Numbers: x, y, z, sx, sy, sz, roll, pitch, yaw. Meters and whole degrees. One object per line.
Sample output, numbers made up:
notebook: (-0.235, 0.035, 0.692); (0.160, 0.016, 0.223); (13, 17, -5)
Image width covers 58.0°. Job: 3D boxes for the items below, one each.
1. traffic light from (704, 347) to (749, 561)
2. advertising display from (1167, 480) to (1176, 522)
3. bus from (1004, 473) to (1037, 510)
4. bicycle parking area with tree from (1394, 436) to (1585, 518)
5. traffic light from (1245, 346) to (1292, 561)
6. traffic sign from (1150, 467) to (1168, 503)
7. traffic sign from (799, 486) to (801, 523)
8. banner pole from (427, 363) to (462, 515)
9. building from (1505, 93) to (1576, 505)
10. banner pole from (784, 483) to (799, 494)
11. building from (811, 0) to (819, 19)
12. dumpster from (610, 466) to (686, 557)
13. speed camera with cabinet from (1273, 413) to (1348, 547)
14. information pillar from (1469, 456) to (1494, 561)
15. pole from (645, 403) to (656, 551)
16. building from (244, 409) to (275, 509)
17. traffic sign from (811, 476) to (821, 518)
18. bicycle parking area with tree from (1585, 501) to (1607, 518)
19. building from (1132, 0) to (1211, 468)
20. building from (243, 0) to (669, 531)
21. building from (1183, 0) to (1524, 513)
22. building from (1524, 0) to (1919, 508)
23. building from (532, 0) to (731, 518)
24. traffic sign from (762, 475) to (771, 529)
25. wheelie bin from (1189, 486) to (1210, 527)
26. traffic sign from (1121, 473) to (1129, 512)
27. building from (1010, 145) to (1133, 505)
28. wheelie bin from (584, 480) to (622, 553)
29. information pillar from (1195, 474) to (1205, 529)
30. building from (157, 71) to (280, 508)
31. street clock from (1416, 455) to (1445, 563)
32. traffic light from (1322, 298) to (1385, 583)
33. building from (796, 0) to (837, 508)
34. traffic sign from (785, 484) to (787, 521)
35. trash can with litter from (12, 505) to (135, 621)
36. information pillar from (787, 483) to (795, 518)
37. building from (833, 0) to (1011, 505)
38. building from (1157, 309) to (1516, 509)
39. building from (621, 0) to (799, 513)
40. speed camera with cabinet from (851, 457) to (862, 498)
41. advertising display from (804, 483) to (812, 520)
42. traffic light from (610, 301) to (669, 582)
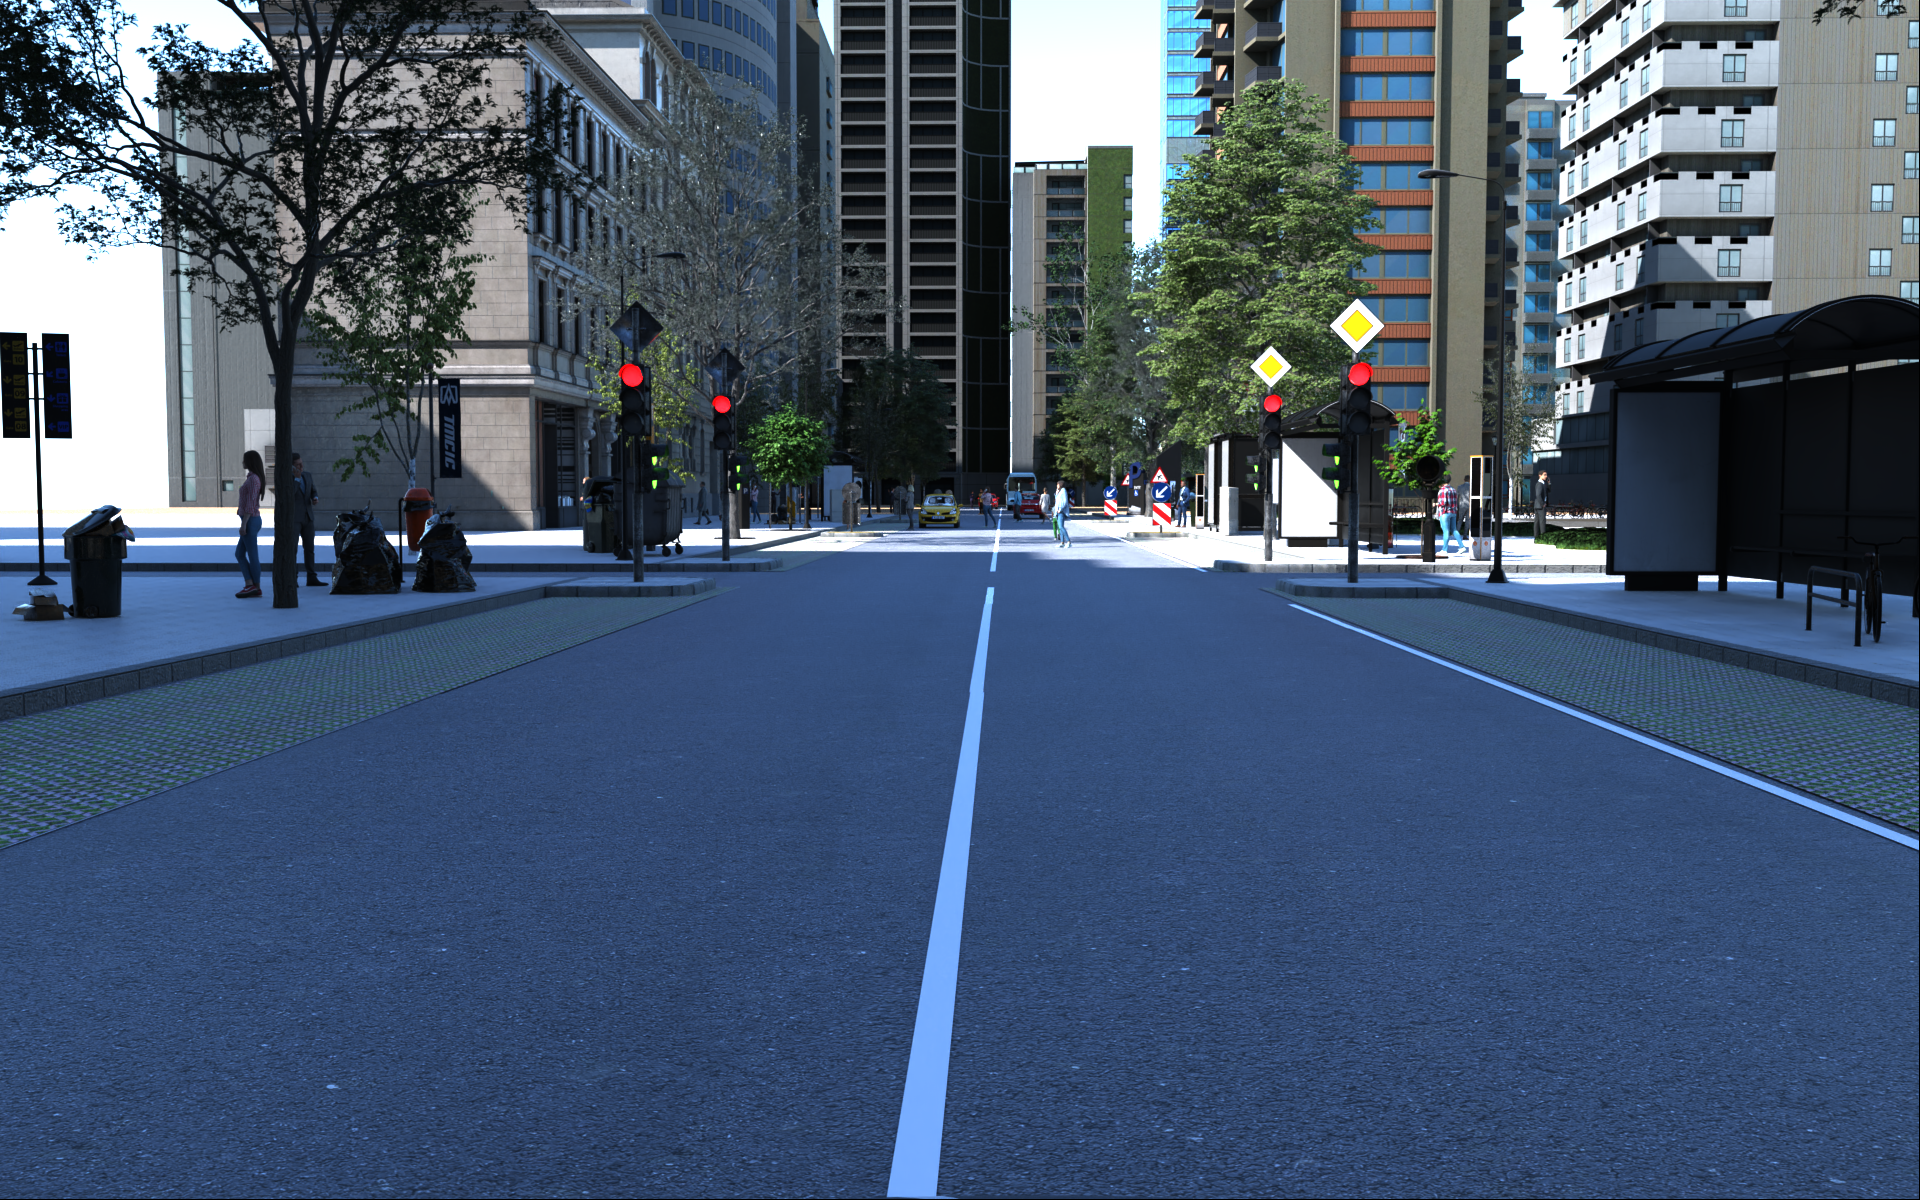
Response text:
traffic light: (-4.486, -2.709, 33.208); (0.839, 4.253, 0.868); (0, 4, 1)
advertising display: (9.824, -4.597, 80.375); (0.123, 1.923, 0.974); (2, 4, 24)
bus: (5.448, -9.810, 155.246); (2.948, 3.499, 13.247); (0, 4, 1)
bicycle parking area with tree: (25.278, -6.182, 88.075); (9.016, 4.147, 8.231); (-1, 4, -10)
traffic light: (5.873, -2.694, 32.967); (0.839, 4.253, 0.868); (0, 4, 1)
traffic sign: (9.436, -5.010, 81.925); (0.884, 2.594, 0.081); (1, 4, 9)
traffic sign: (-7.137, -4.717, 77.223); (0.768, 2.556, 0.104); (1, 4, 9)
banner pole: (-9.867, -2.632, 33.045); (0.863, 3.779, 0.401); (1, 4, 14)
building: (66.696, -36.089, 209.661); (30.456, 49.044, 23.786); (0, 4, 1)
banner pole: (-7.752, -5.449, 79.106); (0.863, 3.779, 0.401); (0, 4, -1)
building: (-29.966, -54.872, 209.827); (31.000, 86.520, 22.319); (0, 4, 1)
dumpster: (-6.493, -1.853, 36.056); (1.264, 1.857, 1.865); (0, 4, 2)
speed camera with cabinet: (8.741, -2.953, 42.613); (2.038, 3.252, 0.660); (-1, 4, -14)
information pillar: (9.987, -1.756, 33.201); (0.304, 2.012, 0.304); (-2, 4, -31)
pole: (-6.957, -2.755, 38.881); (0.158, 3.312, 0.155); (0, 3, 0)
building: (-48.052, -35.079, 162.773); (27.495, 52.752, 28.713); (0, 4, 1)
traffic sign: (-7.513, -5.595, 91.578); (0.768, 2.556, 0.104); (0, 4, 5)
bicycle parking area with tree: (32.433, -6.963, 100.847); (9.016, 4.147, 8.231); (2, 4, 34)
building: (35.945, -54.759, 207.974); (31.000, 86.520, 22.319); (0, 4, 1)
building: (-19.217, -12.848, 60.975); (10.553, 20.767, 40.483); (0, 4, 1)
building: (29.396, -29.194, 131.938); (22.147, 44.769, 28.867); (0, 4, 1)
building: (70.154, -34.867, 159.308); (27.495, 52.752, 28.713); (0, 4, 1)
building: (-20.838, -18.676, 92.747); (14.401, 28.519, 23.554); (0, 4, 1)
traffic sign: (-7.075, -3.936, 64.467); (0.768, 2.556, 0.104); (1, 4, 9)
wheelie bin: (9.332, -3.650, 67.581); (0.980, 1.594, 0.693); (-2, 4, -35)
traffic sign: (10.295, -6.493, 106.161); (0.884, 2.594, 0.081); (1, 4, 8)
building: (13.101, -31.968, 206.276); (14.086, 41.232, 14.154); (0, 4, 1)
wheelie bin: (-7.726, -1.834, 37.895); (0.693, 1.594, 0.980); (3, 5, 39)
information pillar: (8.813, -3.615, 63.592); (0.304, 2.012, 0.304); (0, 4, 3)
building: (-68.652, -29.813, 171.029); (14.086, 41.232, 14.154); (0, 4, 1)
street clock: (8.805, -1.705, 32.454); (0.471, 2.002, 0.358); (3, 4, 37)
traffic light: (5.673, -2.206, 24.984); (0.839, 4.253, 0.868); (0, 4, 1)
building: (-23.359, -33.134, 165.450); (21.600, 48.544, 21.300); (0, 4, 1)
traffic sign: (-7.657, -4.659, 76.280); (0.768, 2.556, 0.104); (0, 4, 3)
trash can with litter: (-9.112, -0.393, 17.820); (0.624, 1.170, 1.055); (3, 5, 39)
information pillar: (-7.828, -5.419, 79.949); (0.504, 3.616, 0.183); (1, 4, 11)
building: (-4.153, -47.162, 209.351); (20.611, 71.187, 20.563); (0, 4, 1)
building: (33.492, -19.348, 161.384); (27.650, 21.520, 28.899); (0, 4, 1)
building: (-23.615, -35.474, 121.992); (21.231, 58.520, 28.212); (0, 4, 1)
speed camera with cabinet: (-6.103, -6.022, 92.789); (0.660, 3.252, 2.038); (3, 4, 39)
advertising display: (-7.623, -4.992, 86.836); (0.123, 1.923, 0.974); (-2, 4, -23)
traffic light: (-4.685, -2.220, 25.226); (0.839, 4.253, 0.868); (0, 4, 1)
